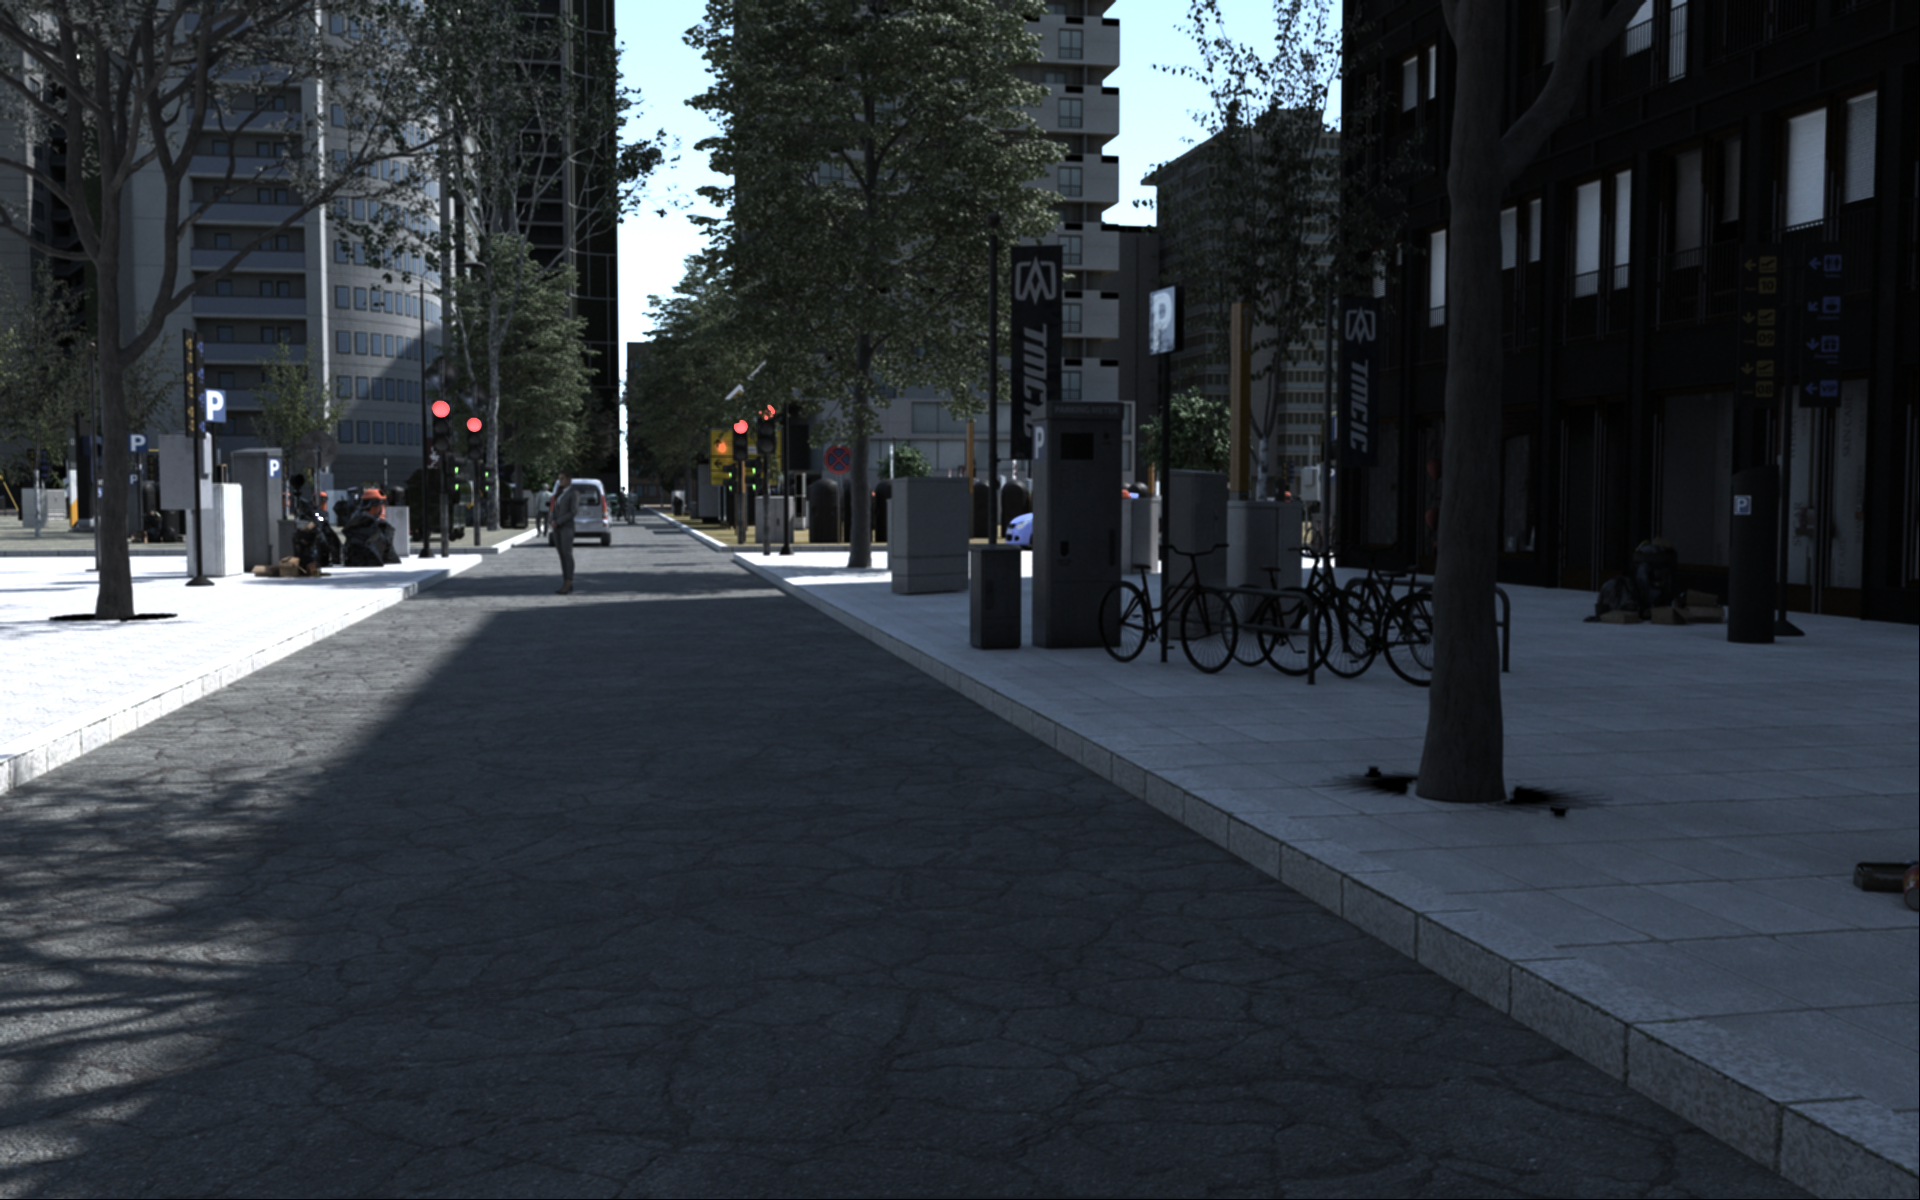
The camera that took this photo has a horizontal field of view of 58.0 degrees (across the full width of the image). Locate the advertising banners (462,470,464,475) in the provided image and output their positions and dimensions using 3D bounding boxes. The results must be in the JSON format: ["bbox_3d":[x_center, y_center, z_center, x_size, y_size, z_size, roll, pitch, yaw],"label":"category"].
[{"bbox_3d":[-32.782,-7.123,112.652,2.074,3.025,0.090,3,5,42],"label":"advertising banners"}]

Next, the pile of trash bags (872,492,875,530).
[{"bbox_3d":[-2.539,-3.243,62.778,1.912,1.369,3.447,-3,4,-37],"label":"pile of trash bags"}]

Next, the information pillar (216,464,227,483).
[{"bbox_3d":[-18.340,-2.349,42.893,0.304,2.012,0.304,0,4,-5],"label":"information pillar"}]

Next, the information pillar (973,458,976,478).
[{"bbox_3d":[0.835,-7.333,111.250,0.183,3.616,0.504,3,5,44],"label":"information pillar"}]

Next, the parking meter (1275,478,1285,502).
[{"bbox_3d":[11.984,-3.617,64.851,0.255,1.863,0.399,-1,4,-13],"label":"parking meter"}]

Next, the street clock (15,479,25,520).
[{"bbox_3d":[-45.835,-4.889,84.503,0.358,2.002,0.471,0,4,0],"label":"street clock"}]

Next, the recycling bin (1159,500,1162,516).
[{"bbox_3d":[8.097,-3.697,73.000,0.722,1.027,0.722,0,4,-6],"label":"recycling bin"}]

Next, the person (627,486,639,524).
[{"bbox_3d":[-15.742,-4.565,83.331,0.583,1.804,0.606,0,4,-4],"label":"person"}]

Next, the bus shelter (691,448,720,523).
[{"bbox_3d":[-10.465,-4.937,74.649,2.014,3.302,5.546,-1,4,-11],"label":"bus shelter"}]

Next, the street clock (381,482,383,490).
[{"bbox_3d":[-34.582,-6.040,103.319,0.358,2.002,0.471,-3,5,-39],"label":"street clock"}]

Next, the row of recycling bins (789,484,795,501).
[{"bbox_3d":[-5.528,-3.889,70.692,3.534,1.692,1.069,2,4,28],"label":"row of recycling bins"}]

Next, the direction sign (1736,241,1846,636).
[{"bbox_3d":[7.492,-1.449,15.685,0.876,3.537,0.379,1,4,12],"label":"direction sign"}]

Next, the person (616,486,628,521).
[{"bbox_3d":[-17.706,-5.068,91.132,0.755,1.850,0.659,-1,4,-13],"label":"person"}]

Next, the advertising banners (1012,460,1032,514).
[{"bbox_3d":[2.194,-3.961,60.952,0.090,3.025,2.074,2,4,24],"label":"advertising banners"}]

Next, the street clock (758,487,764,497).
[{"bbox_3d":[-6.271,-3.074,54.825,0.358,2.002,0.471,-1,4,-10],"label":"street clock"}]

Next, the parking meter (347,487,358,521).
[{"bbox_3d":[-22.012,-3.326,62.790,0.372,1.533,0.369,0,3,0],"label":"parking meter"}]

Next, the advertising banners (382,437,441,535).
[{"bbox_3d":[-16.978,-3.511,53.601,2.074,3.025,0.090,0,4,2],"label":"advertising banners"}]

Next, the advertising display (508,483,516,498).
[{"bbox_3d":[-25.716,-5.795,99.965,0.974,1.923,0.123,-2,4,-33],"label":"advertising display"}]

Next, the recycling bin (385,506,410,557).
[{"bbox_3d":[-11.705,-1.392,35.309,0.722,1.027,0.722,-3,5,-40],"label":"recycling bin"}]

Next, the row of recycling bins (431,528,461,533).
[{"bbox_3d":[-17.245,-3.119,58.111,1.069,1.692,3.534,-1,4,-18],"label":"row of recycling bins"}]

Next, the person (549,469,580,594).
[{"bbox_3d":[-5.766,-0.993,25.016,0.520,1.790,0.573,2,4,26],"label":"person"}]

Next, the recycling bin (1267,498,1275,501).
[{"bbox_3d":[22.359,-6.832,124.252,0.722,1.027,0.722,0,4,4],"label":"recycling bin"}]

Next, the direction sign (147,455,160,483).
[{"bbox_3d":[-47.106,-6.695,101.453,0.876,3.537,0.379,0,4,-4],"label":"direction sign"}]

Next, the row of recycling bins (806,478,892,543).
[{"bbox_3d":[-2.287,-2.391,46.207,3.534,1.692,1.069,-2,4,-24],"label":"row of recycling bins"}]

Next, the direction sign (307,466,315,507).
[{"bbox_3d":[-31.424,-5.631,84.070,0.379,3.537,0.876,1,4,10],"label":"direction sign"}]

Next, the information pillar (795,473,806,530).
[{"bbox_3d":[-5.660,-3.481,61.412,0.304,2.012,0.304,1,4,14],"label":"information pillar"}]

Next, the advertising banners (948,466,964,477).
[{"bbox_3d":[-0.496,-6.797,107.314,2.074,3.025,0.090,3,5,42],"label":"advertising banners"}]

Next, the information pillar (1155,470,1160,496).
[{"bbox_3d":[12.961,-7.488,113.788,0.183,3.616,0.504,2,4,34],"label":"information pillar"}]

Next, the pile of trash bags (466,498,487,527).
[{"bbox_3d":[-19.984,-3.591,68.472,3.447,1.369,1.912,1,4,21],"label":"pile of trash bags"}]

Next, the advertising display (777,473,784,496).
[{"bbox_3d":[-5.451,-2.937,53.230,0.123,1.923,0.974,-1,4,-18],"label":"advertising display"}]

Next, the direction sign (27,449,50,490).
[{"bbox_3d":[-46.224,-5.800,86.825,0.876,3.537,0.379,-2,4,-29],"label":"direction sign"}]

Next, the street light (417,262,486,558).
[{"bbox_3d":[-10.194,-3.805,34.752,1.470,5.913,1.316,-1,4,-11],"label":"street light"}]

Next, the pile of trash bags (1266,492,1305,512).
[{"bbox_3d":[16.647,-4.623,85.344,3.447,1.369,1.912,0,3,0],"label":"pile of trash bags"}]

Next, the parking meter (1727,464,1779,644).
[{"bbox_3d":[6.858,-0.402,14.976,0.372,1.533,0.369,0,3,0],"label":"parking meter"}]

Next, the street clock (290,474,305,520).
[{"bbox_3d":[-23.771,-3.523,62.176,0.358,2.002,0.471,2,4,26],"label":"street clock"}]

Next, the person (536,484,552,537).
[{"bbox_3d":[-13.701,-2.969,57.525,0.782,1.767,0.515,-1,4,-20],"label":"person"}]

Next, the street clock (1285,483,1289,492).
[{"bbox_3d":[22.106,-6.882,117.094,0.358,2.002,0.471,0,4,6],"label":"street clock"}]

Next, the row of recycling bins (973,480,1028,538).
[{"bbox_3d":[1.194,-2.692,51.123,3.534,1.692,1.069,0,4,4],"label":"row of recycling bins"}]

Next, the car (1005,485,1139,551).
[{"bbox_3d":[2.981,-2.058,43.238,3.694,1.707,1.945,-1,4,-11],"label":"car"}]

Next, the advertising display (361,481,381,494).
[{"bbox_3d":[-28.452,-4.802,83.734,0.123,1.923,0.974,3,5,40],"label":"advertising display"}]

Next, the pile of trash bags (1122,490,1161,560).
[{"bbox_3d":[3.240,-1.536,34.872,1.912,1.369,3.447,0,4,4],"label":"pile of trash bags"}]

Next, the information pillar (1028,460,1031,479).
[{"bbox_3d":[4.459,-7.344,111.435,0.183,3.616,0.504,-1,4,-15],"label":"information pillar"}]

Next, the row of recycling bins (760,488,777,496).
[{"bbox_3d":[-10.888,-6.133,107.383,3.534,1.692,1.069,1,4,19],"label":"row of recycling bins"}]

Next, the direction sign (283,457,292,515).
[{"bbox_3d":[-40.968,-6.946,105.557,0.379,3.537,0.876,1,4,8],"label":"direction sign"}]

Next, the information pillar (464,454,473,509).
[{"bbox_3d":[-26.189,-6.177,92.341,0.504,3.616,0.183,1,4,19],"label":"information pillar"}]

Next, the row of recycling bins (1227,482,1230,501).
[{"bbox_3d":[8.980,-3.400,62.698,1.069,1.692,3.534,-2,4,-25],"label":"row of recycling bins"}]

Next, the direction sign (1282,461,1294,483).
[{"bbox_3d":[22.517,-7.766,118.977,0.876,3.537,0.379,-1,4,-12],"label":"direction sign"}]

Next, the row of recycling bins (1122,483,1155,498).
[{"bbox_3d":[5.852,-3.440,63.351,1.069,1.692,3.534,-1,4,-22],"label":"row of recycling bins"}]

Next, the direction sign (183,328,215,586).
[{"bbox_3d":[-10.661,-1.969,24.189,0.379,3.537,0.876,-1,4,-9],"label":"direction sign"}]

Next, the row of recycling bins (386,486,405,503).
[{"bbox_3d":[-29.240,-5.054,89.740,1.069,1.692,3.534,-1,4,-19],"label":"row of recycling bins"}]

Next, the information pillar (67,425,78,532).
[{"bbox_3d":[-30.243,-4.147,59.150,0.183,3.616,0.504,1,4,18],"label":"information pillar"}]

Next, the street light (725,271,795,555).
[{"bbox_3d":[-4.180,-3.893,36.188,1.470,5.913,1.316,-1,4,-11],"label":"street light"}]

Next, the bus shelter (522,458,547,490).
[{"bbox_3d":[-26.102,-7.066,106.812,1.731,3.624,6.357,-1,4,-11],"label":"bus shelter"}]

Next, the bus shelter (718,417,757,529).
[{"bbox_3d":[-8.455,-5.480,67.228,2.179,5.291,8.768,-1,4,-11],"label":"bus shelter"}]

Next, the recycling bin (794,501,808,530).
[{"bbox_3d":[-6.085,-3.058,62.557,0.722,1.027,0.722,1,4,21],"label":"recycling bin"}]

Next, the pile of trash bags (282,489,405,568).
[{"bbox_3d":[-11.169,-1.345,31.741,1.912,1.369,3.447,0,4,-3],"label":"pile of trash bags"}]

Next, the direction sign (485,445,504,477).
[{"bbox_3d":[-21.614,-5.414,80.520,0.876,3.537,0.379,0,4,6],"label":"direction sign"}]

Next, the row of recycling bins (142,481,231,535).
[{"bbox_3d":[-24.643,-2.889,54.352,1.069,1.692,3.534,1,4,19],"label":"row of recycling bins"}]
